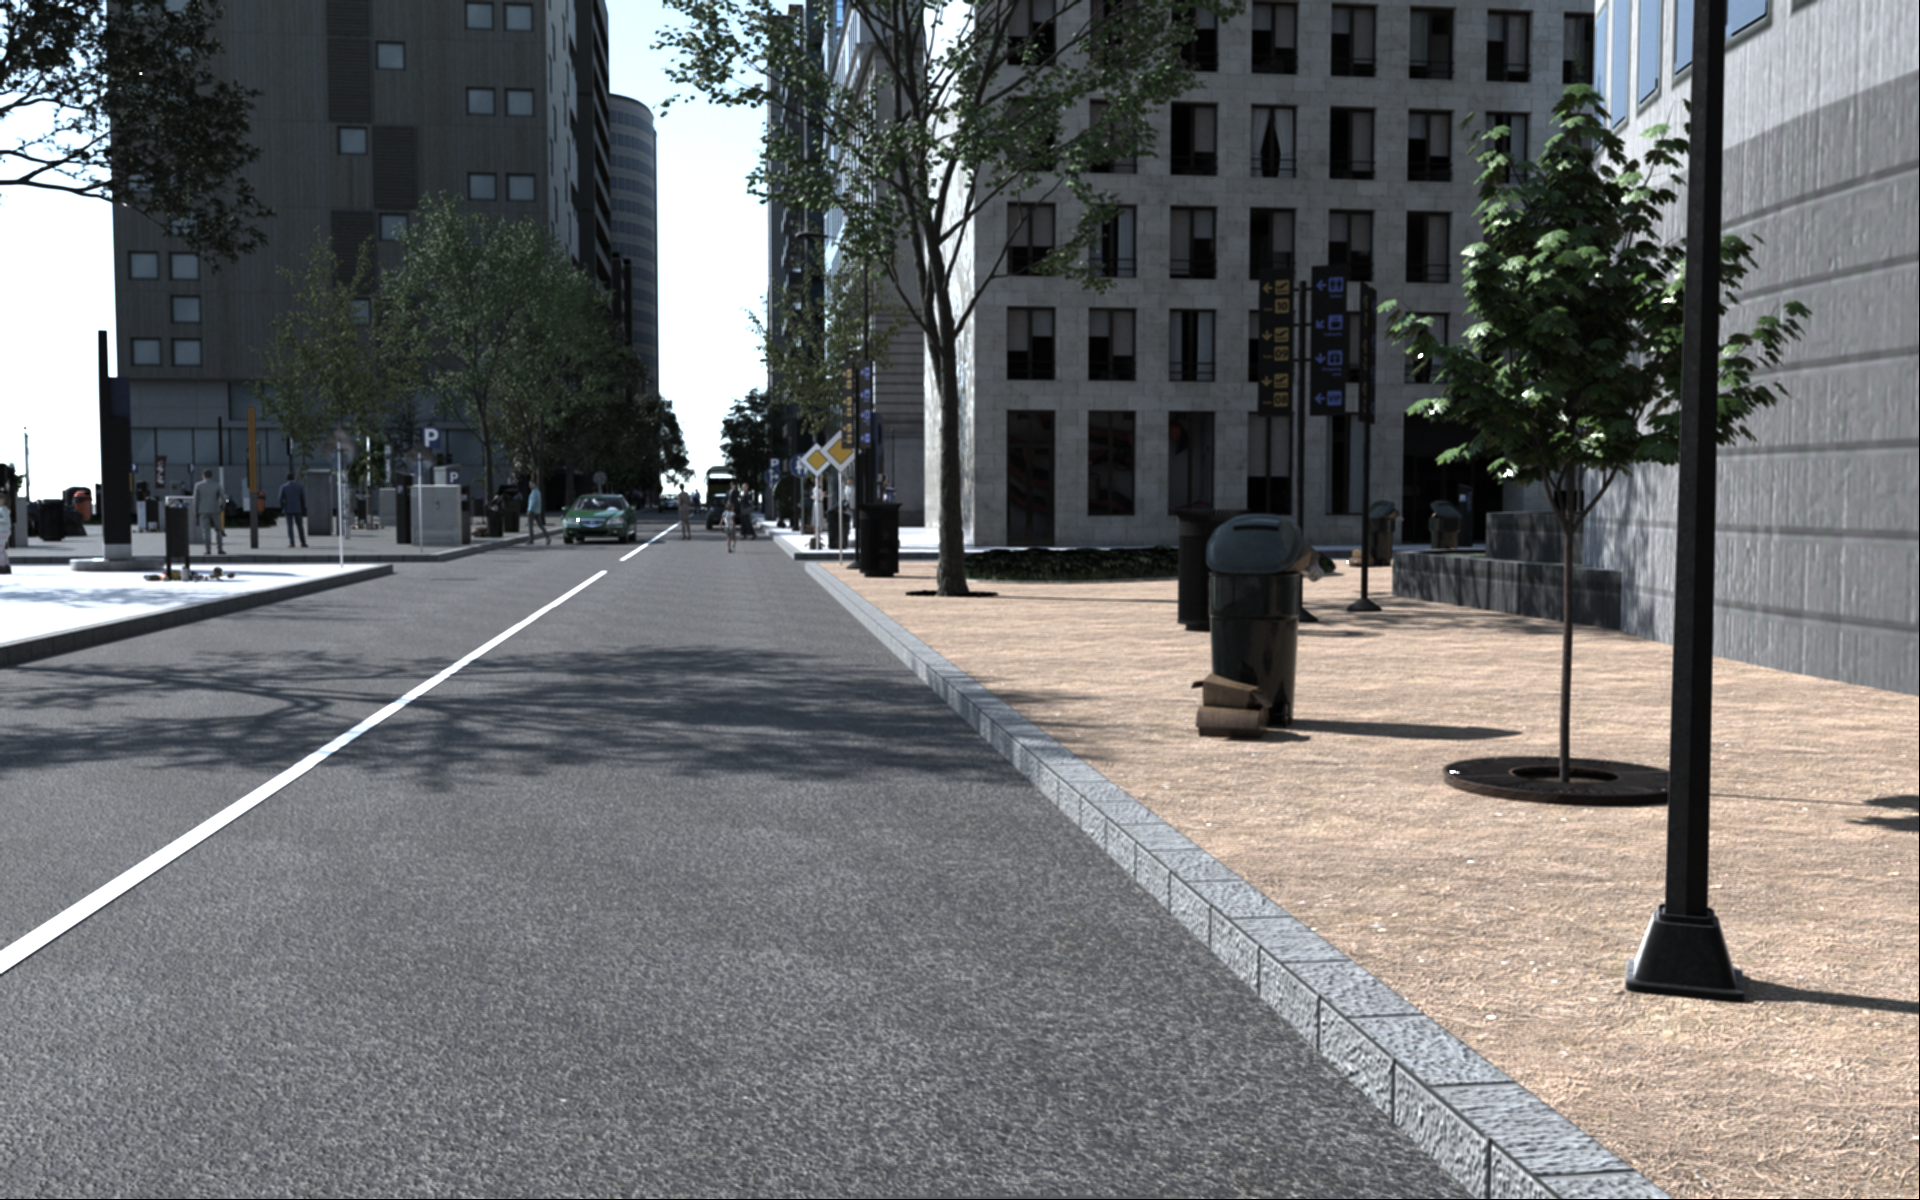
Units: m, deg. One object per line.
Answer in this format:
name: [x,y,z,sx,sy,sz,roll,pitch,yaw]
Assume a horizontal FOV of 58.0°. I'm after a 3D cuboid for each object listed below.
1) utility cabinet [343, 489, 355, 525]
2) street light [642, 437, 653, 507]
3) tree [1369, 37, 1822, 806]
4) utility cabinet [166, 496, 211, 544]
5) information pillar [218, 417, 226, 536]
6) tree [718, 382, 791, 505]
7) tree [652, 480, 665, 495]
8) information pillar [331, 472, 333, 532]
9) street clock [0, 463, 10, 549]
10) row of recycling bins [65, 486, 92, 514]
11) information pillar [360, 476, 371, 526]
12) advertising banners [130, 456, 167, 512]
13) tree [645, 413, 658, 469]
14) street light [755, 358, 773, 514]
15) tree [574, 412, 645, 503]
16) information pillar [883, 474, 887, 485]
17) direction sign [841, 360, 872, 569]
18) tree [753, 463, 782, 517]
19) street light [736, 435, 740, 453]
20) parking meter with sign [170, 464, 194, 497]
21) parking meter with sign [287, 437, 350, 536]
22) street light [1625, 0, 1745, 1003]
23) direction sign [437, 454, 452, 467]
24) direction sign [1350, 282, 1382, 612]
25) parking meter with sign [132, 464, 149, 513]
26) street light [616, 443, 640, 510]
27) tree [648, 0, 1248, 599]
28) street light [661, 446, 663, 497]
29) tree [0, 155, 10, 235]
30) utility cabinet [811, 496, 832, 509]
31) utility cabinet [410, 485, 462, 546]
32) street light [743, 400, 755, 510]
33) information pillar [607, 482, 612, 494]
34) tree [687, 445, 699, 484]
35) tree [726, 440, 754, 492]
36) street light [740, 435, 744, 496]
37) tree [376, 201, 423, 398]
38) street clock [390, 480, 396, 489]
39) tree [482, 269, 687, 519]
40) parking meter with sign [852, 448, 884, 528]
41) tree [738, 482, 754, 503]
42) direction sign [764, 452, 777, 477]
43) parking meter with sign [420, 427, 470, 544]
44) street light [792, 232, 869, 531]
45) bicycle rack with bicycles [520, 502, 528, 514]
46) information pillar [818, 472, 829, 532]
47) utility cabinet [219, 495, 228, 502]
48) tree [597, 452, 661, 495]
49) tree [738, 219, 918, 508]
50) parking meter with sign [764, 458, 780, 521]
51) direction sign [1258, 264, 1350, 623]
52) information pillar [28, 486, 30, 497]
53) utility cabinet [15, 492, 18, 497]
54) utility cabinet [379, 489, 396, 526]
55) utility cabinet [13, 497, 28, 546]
utility cabinet: [-25.505,-3.892,72.307,0.318,1.500,1.173,-1,4,-11]
street light: [-25.651,-10.300,140.951,1.470,5.913,1.316,0,4,-8]
tree: [2.533,-0.788,7.486,1.663,3.219,1.824,0,3,0]
utility cabinet: [-19.941,-2.056,44.774,1.020,1.237,0.306,-3,4,-36]
information pillar: [-22.421,-3.745,52.585,0.183,3.616,0.504,-1,4,-21]
tree: [-23.366,-17.773,197.237,9.857,13.997,8.962,0,3,0]
tree: [-36.051,-13.016,207.407,1.663,3.219,1.824,0,3,0]
information pillar: [-21.348,-3.297,58.398,0.304,2.012,0.304,-2,4,-33]
street clock: [-22.370,-2.190,40.370,0.358,2.002,0.471,0,4,3]
row of recycling bins: [-46.954,-5.203,92.175,1.069,1.692,3.534,-1,4,-18]
information pillar: [-23.609,-3.932,68.773,0.304,2.012,0.304,1,4,8]
advertising banners: [-37.102,-5.046,78.690,2.074,3.025,0.090,-3,4,-38]
tree: [-29.031,-12.607,156.488,4.737,8.622,4.395,0,3,0]
street light: [-6.190,-5.317,59.472,1.470,5.913,1.316,0,4,-8]
tree: [-22.109,-9.486,105.465,4.737,8.622,4.395,0,3,0]
information pillar: [-2.822,-3.568,62.824,0.304,2.012,0.304,-1,4,-9]
direction sign: [-1.766,-2.305,29.677,0.379,3.537,0.876,-3,4,-38]
tree: [-10.173,-6.167,95.426,1.663,3.219,1.824,0,3,0]
street light: [-16.504,-9.951,135.244,1.470,5.913,1.316,0,4,-8]
parking meter with sign: [-45.265,-6.358,100.212,1.738,3.016,0.543,0,4,2]
parking meter with sign: [-19.815,-3.504,53.552,1.738,3.016,0.543,-1,4,-11]
street light: [1.362,-1.942,4.295,1.470,5.913,1.316,0,4,-8]
direction sign: [-29.075,-6.470,97.778,0.876,3.537,0.379,-3,4,-38]
direction sign: [4.447,-1.649,18.953,0.379,3.537,0.876,1,4,23]
parking meter with sign: [-47.545,-6.394,100.798,0.543,3.016,1.738,1,4,12]
street light: [-22.085,-8.672,114.333,1.470,5.913,1.316,0,4,-8]
tree: [-0.267,-5.859,21.555,9.928,11.665,9.643,0,3,0]
street light: [-29.402,-11.943,167.810,1.470,5.913,1.316,0,4,-8]
tree: [-15.796,-4.496,23.867,4.360,8.622,3.978,0,3,0]
utility cabinet: [-5.704,-3.679,71.313,1.020,1.237,0.306,3,5,44]
utility cabinet: [-12.851,-2.067,42.478,1.173,1.500,0.318,0,4,6]
street light: [-9.868,-6.944,86.074,1.470,5.913,1.316,0,4,-8]
information pillar: [-21.965,-6.366,108.578,0.304,2.012,0.304,-1,4,-10]
tree: [-33.243,-16.591,188.263,9.611,12.733,9.660,0,3,0]
tree: [-31.005,-18.342,250.259,4.360,8.622,3.978,0,3,0]
street light: [-13.368,-8.572,112.701,1.470,5.913,1.316,0,4,-8]
tree: [-16.555,-8.226,60.250,9.928,11.665,9.643,0,3,0]
street clock: [-28.636,-5.080,87.631,0.471,2.002,0.358,1,4,9]
tree: [-19.767,-10.432,87.569,9.611,12.733,9.660,0,3,0]
parking meter with sign: [-3.758,-4.257,65.864,1.738,3.016,0.543,0,4,-2]
tree: [-32.227,-17.066,262.740,4.285,4.588,4.351,0,3,0]
direction sign: [-10.128,-6.182,93.066,0.379,3.537,0.876,2,4,34]
parking meter with sign: [-13.237,-2.962,44.694,1.738,3.016,0.543,3,5,45]
street light: [-2.214,-3.570,30.912,1.470,5.913,1.316,0,4,-8]
bicycle rack with bicycles: [-28.036,-5.885,109.604,2.925,0.926,2.852,2,4,29]
information pillar: [-4.655,-3.310,58.608,0.304,2.012,0.304,-3,5,-43]
utility cabinet: [-35.162,-4.335,82.043,1.020,1.237,0.306,1,4,23]
tree: [-23.869,-8.427,121.488,4.285,4.588,4.351,0,3,0]
tree: [-3.286,-5.780,44.862,4.737,8.622,4.395,0,3,0]
parking meter with sign: [-9.226,-5.401,84.572,0.543,3.016,1.738,-1,4,-18]
direction sign: [3.415,-1.551,17.354,0.876,3.537,0.379,2,4,25]
information pillar: [-57.921,-7.112,107.635,0.183,3.616,0.504,-3,4,-39]
utility cabinet: [-49.671,-4.980,90.103,1.173,1.500,0.318,-3,4,-36]
utility cabinet: [-22.558,-3.700,69.167,1.173,1.500,0.318,-1,4,-11]
utility cabinet: [-23.306,-1.921,42.578,0.306,1.237,1.020,0,4,-4]
